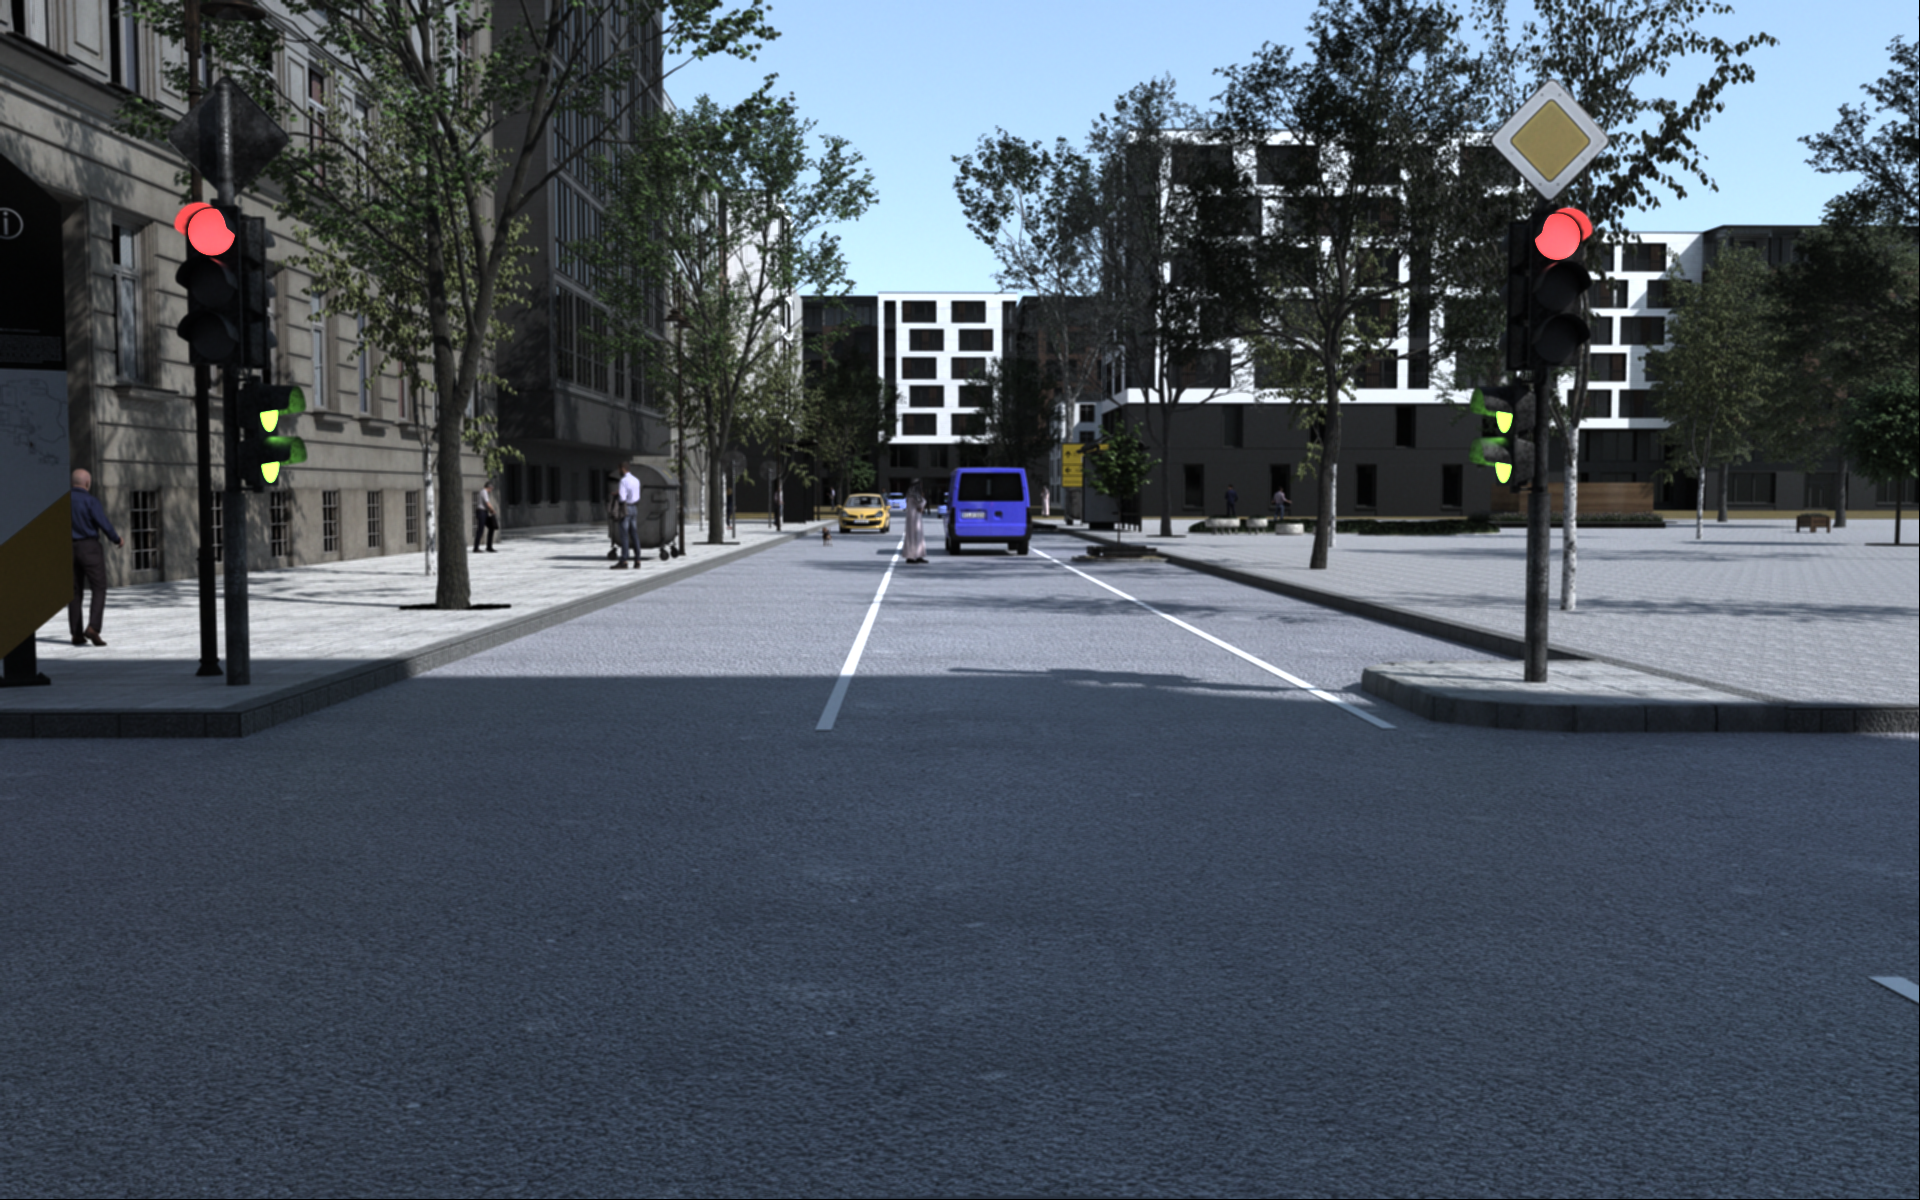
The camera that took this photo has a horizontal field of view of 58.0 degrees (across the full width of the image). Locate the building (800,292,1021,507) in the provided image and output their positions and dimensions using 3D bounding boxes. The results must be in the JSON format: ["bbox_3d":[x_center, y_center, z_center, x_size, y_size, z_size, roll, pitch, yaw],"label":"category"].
[{"bbox_3d":[-10.768,-21.103,189.016,32.646,21.610,27.936,0,4,-1],"label":"building"}]

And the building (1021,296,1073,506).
[{"bbox_3d":[22.531,-21.131,189.473,32.646,21.610,27.936,0,4,-1],"label":"building"}]

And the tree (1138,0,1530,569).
[{"bbox_3d":[6.468,-5.802,29.271,7.601,10.594,8.767,1,4,17],"label":"tree"}]

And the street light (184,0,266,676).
[{"bbox_3d":[-5.321,-2.405,12.102,0.468,5.910,1.993,0,4,-1],"label":"street light"}]

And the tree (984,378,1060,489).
[{"bbox_3d":[4.122,-9.720,109.289,4.360,8.622,3.978,0,3,0],"label":"tree"}]

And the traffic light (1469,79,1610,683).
[{"bbox_3d":[3.921,-1.376,11.741,0.839,4.213,0.868,0,4,-1],"label":"traffic light"}]

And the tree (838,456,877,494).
[{"bbox_3d":[-8.576,-9.808,144.077,4.285,4.588,4.351,0,3,0],"label":"tree"}]

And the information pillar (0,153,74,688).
[{"bbox_3d":[-6.226,-1.235,11.540,0.504,3.616,0.183,-2,4,-34],"label":"information pillar"}]

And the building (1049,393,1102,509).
[{"bbox_3d":[12.924,-12.365,144.314,9.099,9.664,28.070,0,4,-1],"label":"building"}]

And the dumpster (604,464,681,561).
[{"bbox_3d":[-6.211,-1.724,33.944,1.264,1.857,1.865,0,4,-1],"label":"dumpster"}]

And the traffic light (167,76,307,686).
[{"bbox_3d":[-4.838,-1.363,11.534,0.839,4.213,0.868,0,4,-1],"label":"traffic light"}]

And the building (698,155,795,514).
[{"bbox_3d":[-26.069,-16.520,114.072,27.936,21.610,32.646,0,4,-1],"label":"building"}]

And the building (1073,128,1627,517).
[{"bbox_3d":[22.993,-16.497,113.704,27.936,21.610,32.646,0,4,-1],"label":"building"}]

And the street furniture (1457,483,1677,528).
[{"bbox_3d":[22.798,-3.758,68.298,9.812,1.723,11.010,0,4,4],"label":"street furniture"}]

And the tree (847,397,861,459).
[{"bbox_3d":[-8.791,-10.452,121.260,4.737,8.622,4.395,0,3,0],"label":"tree"}]

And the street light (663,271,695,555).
[{"bbox_3d":[-5.826,-3.872,36.087,0.468,5.910,1.993,0,4,-1],"label":"street light"}]

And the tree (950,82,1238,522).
[{"bbox_3d":[6.237,-13.672,79.422,12.611,20.169,13.585,0,3,0],"label":"tree"}]

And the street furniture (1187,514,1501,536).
[{"bbox_3d":[12.396,-2.466,55.942,10.072,0.657,5.734,1,4,10],"label":"street furniture"}]

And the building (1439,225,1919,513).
[{"bbox_3d":[61.088,-18.457,145.742,32.646,21.610,27.936,0,4,-1],"label":"building"}]

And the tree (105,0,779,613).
[{"bbox_3d":[-5.546,-5.711,19.135,9.928,11.665,9.643,0,3,0],"label":"tree"}]

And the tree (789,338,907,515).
[{"bbox_3d":[-6.964,-10.337,103.414,7.601,10.594,8.767,1,4,16],"label":"tree"}]

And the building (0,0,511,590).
[{"bbox_3d":[-18.989,-12.053,30.350,16.112,22.955,30.059,0,4,-1],"label":"building"}]

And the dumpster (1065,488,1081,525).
[{"bbox_3d":[5.013,-3.995,71.084,1.264,1.857,1.865,0,4,-1],"label":"dumpster"}]

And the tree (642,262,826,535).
[{"bbox_3d":[-7.225,-6.372,54.544,4.737,8.622,4.395,0,3,0],"label":"tree"}]

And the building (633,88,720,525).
[{"bbox_3d":[-17.045,-13.651,77.940,10.420,20.320,16.860,0,4,-1],"label":"building"}]

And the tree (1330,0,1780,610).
[{"bbox_3d":[6.523,-4.200,19.035,4.360,8.622,3.978,0,3,0],"label":"tree"}]

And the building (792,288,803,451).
[{"bbox_3d":[-29.888,-17.280,148.979,31.486,18.905,16.747,0,4,-1],"label":"building"}]

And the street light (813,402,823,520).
[{"bbox_3d":[-6.884,-6.805,84.057,0.468,5.910,1.993,0,4,-1],"label":"street light"}]

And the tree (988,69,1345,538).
[{"bbox_3d":[6.029,-8.617,51.254,12.009,13.543,11.850,0,3,0],"label":"tree"}]

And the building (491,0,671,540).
[{"bbox_3d":[-18.394,-16.128,57.207,14.314,27.812,24.014,0,4,-1],"label":"building"}]

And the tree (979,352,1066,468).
[{"bbox_3d":[4.015,-12.298,126.821,9.928,11.665,9.643,0,3,0],"label":"tree"}]

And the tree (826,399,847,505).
[{"bbox_3d":[-7.381,-7.375,70.942,4.737,8.622,4.395,0,3,0],"label":"tree"}]

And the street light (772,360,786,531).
[{"bbox_3d":[-6.312,-5.339,60.073,0.468,5.910,1.993,0,4,-1],"label":"street light"}]
